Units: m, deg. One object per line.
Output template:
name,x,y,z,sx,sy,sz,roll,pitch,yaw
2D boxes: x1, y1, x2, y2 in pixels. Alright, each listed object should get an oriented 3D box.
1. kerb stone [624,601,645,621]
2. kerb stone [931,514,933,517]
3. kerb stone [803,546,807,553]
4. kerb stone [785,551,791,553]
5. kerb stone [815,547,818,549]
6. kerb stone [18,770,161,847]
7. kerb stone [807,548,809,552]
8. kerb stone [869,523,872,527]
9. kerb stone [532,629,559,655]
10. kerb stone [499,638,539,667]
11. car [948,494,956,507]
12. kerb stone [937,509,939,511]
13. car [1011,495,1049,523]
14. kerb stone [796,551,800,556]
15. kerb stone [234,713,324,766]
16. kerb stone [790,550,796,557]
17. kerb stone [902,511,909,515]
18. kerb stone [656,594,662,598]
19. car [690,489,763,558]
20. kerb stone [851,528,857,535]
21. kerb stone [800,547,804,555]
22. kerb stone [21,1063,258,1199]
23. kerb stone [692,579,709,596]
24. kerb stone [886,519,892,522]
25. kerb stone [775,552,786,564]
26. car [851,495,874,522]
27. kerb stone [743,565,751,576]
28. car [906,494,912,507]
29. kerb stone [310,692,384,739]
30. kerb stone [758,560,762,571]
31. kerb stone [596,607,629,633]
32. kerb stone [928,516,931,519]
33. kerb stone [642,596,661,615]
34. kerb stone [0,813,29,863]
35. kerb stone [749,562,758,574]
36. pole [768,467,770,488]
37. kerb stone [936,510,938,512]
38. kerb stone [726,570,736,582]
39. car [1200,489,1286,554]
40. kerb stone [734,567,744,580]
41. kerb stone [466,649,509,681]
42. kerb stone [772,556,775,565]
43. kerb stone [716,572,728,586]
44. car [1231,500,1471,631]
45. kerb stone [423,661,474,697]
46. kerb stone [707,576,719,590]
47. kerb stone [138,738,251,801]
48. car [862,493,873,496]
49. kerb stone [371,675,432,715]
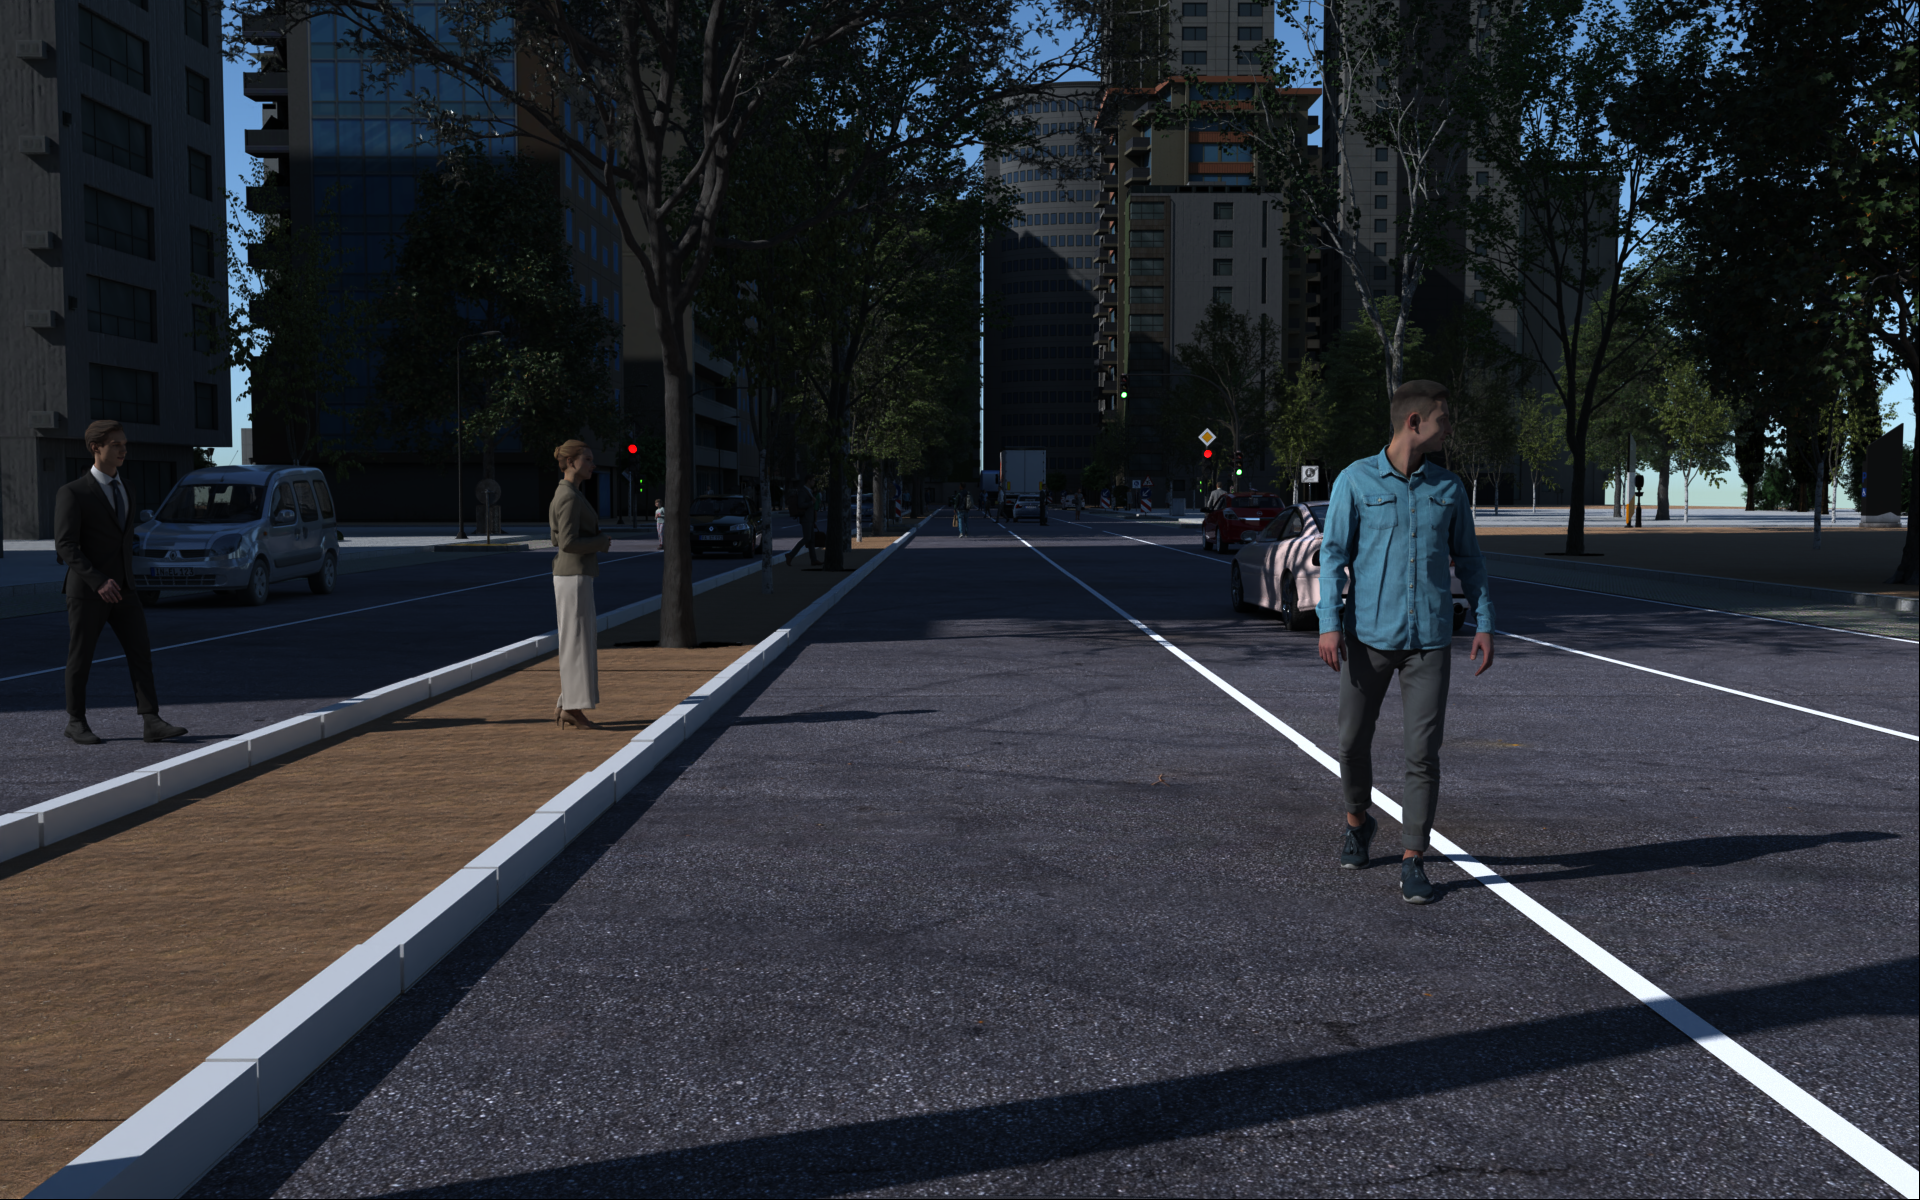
kerb stone,-3.776,0.147,19.794,0.120,0.150,1.000,0,3,0
kerb stone,-1.777,-4.716,99.294,0.120,0.150,1.000,0,3,0
kerb stone,-3.802,-1.166,41.314,0.120,0.150,1.000,0,3,0
kerb stone,-3.795,-0.917,37.224,0.120,0.150,1.000,0,3,0
kerb stone,-3.806,-1.358,44.394,0.120,0.150,1.000,0,3,0
kerb stone,-3.756,0.900,7.486,0.120,0.150,1.000,0,3,0
kerb stone,-3.801,-1.233,42.348,0.120,0.150,1.000,0,3,0
kerb stone,-3.846,-3.329,76.742,0.120,0.150,1.000,0,3,0
kerb stone,-3.768,0.397,15.697,0.120,0.150,1.000,0,3,0
kerb stone,-3.770,0.462,14.667,0.120,0.150,1.000,0,3,0
car,-0.368,-11.356,197.469,2.131,1.459,4.920,0,4,2
kerb stone,-1.812,-6.409,126.984,0.120,0.150,1.000,0,3,0
car,3.576,-4.670,88.364,2.014,1.417,4.499,0,4,2
kerb stone,-3.799,-1.044,39.267,0.120,0.150,1.000,0,3,0
kerb stone,-3.767,0.775,9.550,0.120,0.150,1.000,0,3,0
kerb stone,-3.794,-0.982,38.245,0.120,0.150,1.000,0,3,0
kerb stone,-3.910,-6.283,124.915,0.120,0.150,1.000,0,3,0
kerb stone,-3.779,0.021,21.849,0.120,0.150,1.000,0,3,0
car,-5.483,-1.838,39.832,2.009,1.686,4.222,0,4,-1
kerb stone,-3.824,-2.486,62.868,0.120,0.150,1.000,0,3,0
kerb stone,-3.800,-1.107,40.291,0.120,0.150,1.000,0,3,0
kerb stone,-1.648,1.149,3.417,0.120,0.150,1.000,0,3,0
kerb stone,-3.780,-0.167,24.923,0.120,0.150,1.000,0,3,0
kerb stone,-3.872,-4.463,95.182,0.120,0.150,1.000,0,3,0
kerb stone,-3.789,-0.853,36.202,0.120,0.150,1.000,0,3,0
car,-5.159,-4.769,89.983,2.014,1.417,4.499,0,4,0
kerb stone,-3.791,-0.481,30.057,0.120,0.150,1.000,0,3,0
car,-5.133,-11.211,193.087,2.009,1.686,4.222,0,4,-2
kerb stone,-3.758,0.711,10.572,0.120,0.150,1.000,0,3,0
kerb stone,-3.792,-0.601,32.112,0.120,0.150,1.000,0,3,0
kerb stone,-3.771,0.213,18.770,0.120,0.150,1.000,0,3,0
kerb stone,-1.769,-4.277,92.124,0.120,0.150,1.000,0,3,0
kerb stone,-3.775,0.084,20.816,0.120,0.150,1.000,0,3,0
kerb stone,-3.763,0.962,6.464,0.120,0.150,1.000,0,3,0
kerb stone,-3.783,-0.543,31.090,0.120,0.150,1.000,0,3,0
pole,-14.398,-8.332,130.066,0.158,3.312,0.155,0,3,0
kerb stone,-1.802,-6.089,121.857,0.120,0.150,1.000,0,3,0
kerb stone,-3.786,-0.354,28.003,0.120,0.150,1.000,0,3,0
car,7.062,-2.061,42.741,2.155,1.783,4.494,0,4,1
kerb stone,-3.781,-0.415,29.025,0.120,0.150,1.000,0,3,0
kerb stone,-3.763,0.527,13.638,0.120,0.150,1.000,0,3,0
kerb stone,-3.803,-0.732,34.156,0.120,0.150,1.000,0,3,0
kerb stone,-3.781,-0.292,26.973,0.120,0.150,1.000,0,3,0
car,4.308,-0.440,19.561,2.083,1.381,4.827,0,4,-2
kerb stone,-3.760,0.587,12.616,0.120,0.150,1.000,0,3,0
kerb stone,-3.784,-0.229,25.951,0.120,0.150,1.000,0,3,0
kerb stone,-3.766,0.836,8.521,0.120,0.150,1.000,0,3,0
car,-5.851,-6.233,110.708,1.959,1.807,4.718,0,4,-1
kerb stone,-3.768,0.648,11.594,0.120,0.150,1.000,0,3,0
